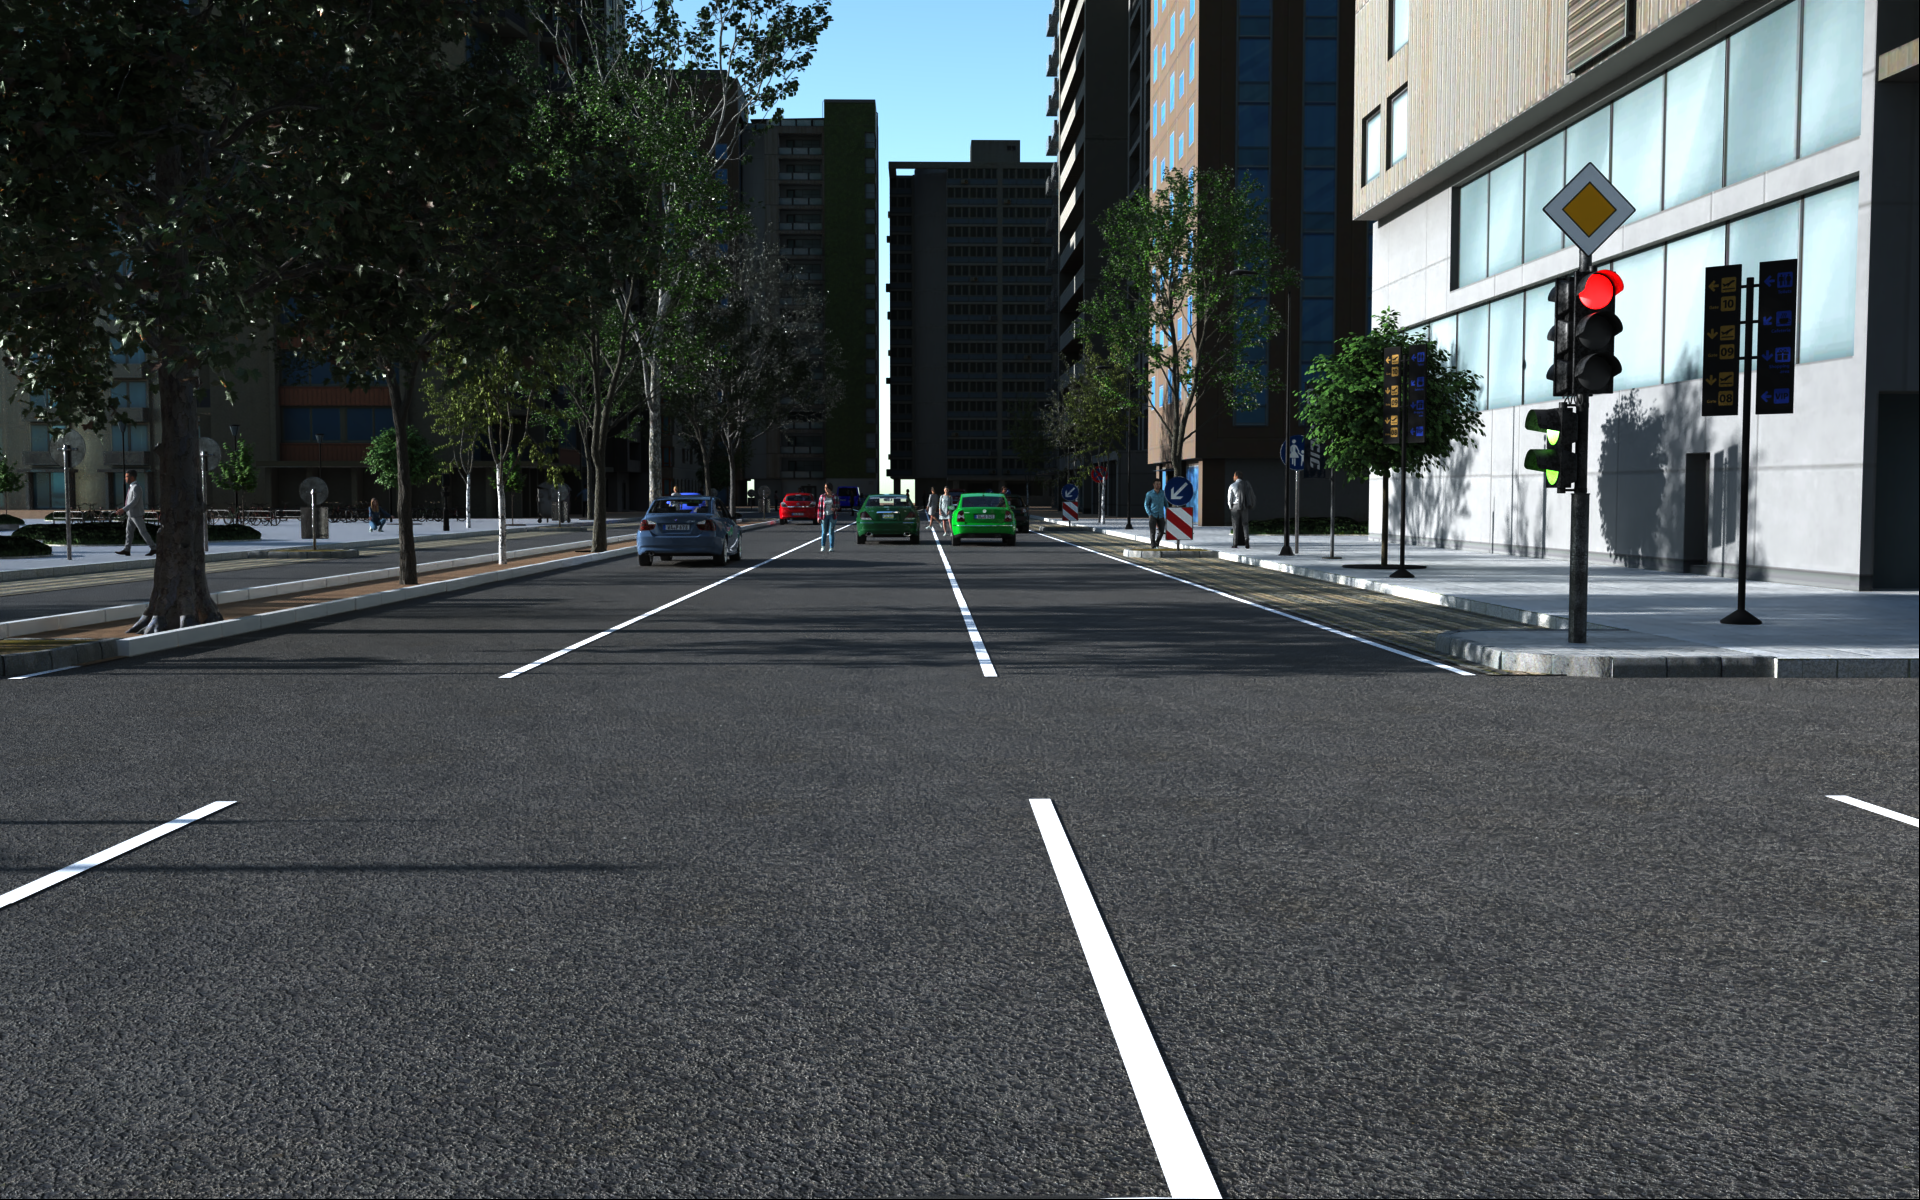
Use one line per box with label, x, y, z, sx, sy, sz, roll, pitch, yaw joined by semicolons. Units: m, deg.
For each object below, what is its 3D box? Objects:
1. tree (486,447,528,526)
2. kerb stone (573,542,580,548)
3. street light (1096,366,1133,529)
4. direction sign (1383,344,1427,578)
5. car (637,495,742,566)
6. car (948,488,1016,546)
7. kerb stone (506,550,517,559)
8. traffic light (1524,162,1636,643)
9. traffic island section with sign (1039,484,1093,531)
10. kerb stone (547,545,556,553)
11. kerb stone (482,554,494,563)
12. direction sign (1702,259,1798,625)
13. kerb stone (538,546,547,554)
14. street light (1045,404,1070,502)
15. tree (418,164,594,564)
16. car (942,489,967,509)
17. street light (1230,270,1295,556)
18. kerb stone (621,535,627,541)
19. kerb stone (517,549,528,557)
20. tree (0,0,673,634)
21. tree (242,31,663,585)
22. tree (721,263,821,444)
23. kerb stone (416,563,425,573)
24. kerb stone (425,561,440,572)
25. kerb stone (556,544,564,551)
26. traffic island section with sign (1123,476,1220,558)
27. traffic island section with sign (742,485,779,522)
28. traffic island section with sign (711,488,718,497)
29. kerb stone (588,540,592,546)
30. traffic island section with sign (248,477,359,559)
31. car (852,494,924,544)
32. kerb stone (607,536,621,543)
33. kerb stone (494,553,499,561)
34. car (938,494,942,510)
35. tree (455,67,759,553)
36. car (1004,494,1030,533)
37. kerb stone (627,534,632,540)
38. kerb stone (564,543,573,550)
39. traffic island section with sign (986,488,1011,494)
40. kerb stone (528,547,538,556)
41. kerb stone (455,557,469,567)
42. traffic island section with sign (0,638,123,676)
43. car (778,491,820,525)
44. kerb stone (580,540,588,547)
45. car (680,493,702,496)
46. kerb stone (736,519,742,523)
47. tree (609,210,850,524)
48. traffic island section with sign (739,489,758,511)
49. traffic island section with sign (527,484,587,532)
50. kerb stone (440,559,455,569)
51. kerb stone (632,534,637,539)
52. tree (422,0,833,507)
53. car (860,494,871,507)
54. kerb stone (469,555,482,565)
tree;-18.162;-4.644;70.533;1.663;3.219;1.824;0;3;0
kerb stone;-10.179;-1.417;45.409;0.120;0.150;1.000;0;4;-1
street light;5.613;-5.526;62.884;1.470;5.913;1.316;0;4;-1
direction sign;6.803;-2.113;26.549;0.379;3.537;0.876;-2;4;-30
car;-5.563;-1.457;35.830;2.014;1.417;4.499;0;4;-1
car;0.636;-2.482;49.380;1.959;1.807;4.718;0;4;-1
kerb stone;-10.015;-0.980;38.237;0.120;0.150;1.000;0;4;-1
traffic light;5.314;-1.586;14.847;0.839;4.253;0.868;0;4;-1
traffic island section with sign;4.116;-3.601;67.504;1.989;1.847;2.006;0;4;-1
kerb stone;-10.102;-1.229;42.327;0.120;0.150;1.000;0;4;-1
kerb stone;-9.960;-0.855;36.172;0.120;0.150;1.000;0;4;-1
direction sign;7.748;-1.534;17.075;0.379;3.537;0.876;-3;5;-43
kerb stone;-10.082;-1.169;41.305;0.120;0.150;1.000;0;4;-1
street light;5.096;-7.172;89.796;1.470;5.913;1.316;0;4;-1
tree;-9.235;-5.006;34.669;4.737;8.622;4.395;0;3;0
car;-0.280;-7.579;132.591;2.281;1.827;5.304;0;4;-1
street light;6.282;-3.882;36.006;1.470;5.913;1.316;0;4;-1
kerb stone;-10.339;-1.857;52.581;0.120;0.150;1.000;0;4;-1
kerb stone;-10.028;-1.044;39.259;0.120;0.150;1.000;0;4;-1
tree;-8.092;-6.012;17.764;9.611;12.733;9.660;0;3;0
tree;-8.689;-5.535;27.361;8.767;10.594;7.601;0;4;-1
tree;-9.326;-7.820;64.728;8.767;10.594;7.601;0;4;-1
kerb stone;-9.834;-0.541;31.034;0.120;0.150;1.000;0;4;-1
kerb stone;-9.865;-0.602;32.059;0.120;0.150;1.000;0;4;-1
kerb stone;-10.127;-1.288;43.350;0.120;0.150;1.000;0;4;-1
traffic island section with sign;4.778;-1.891;39.554;1.989;1.847;2.006;0;4;-1
traffic island section with sign;-10.163;-4.971;89.416;2.006;1.907;1.989;0;4;-1
traffic island section with sign;-16.575;-6.582;116.237;1.989;1.847;2.006;0;4;-1
kerb stone;-10.227;-1.545;47.453;0.120;0.150;1.000;0;4;-1
traffic island section with sign;-14.732;-1.864;39.103;1.989;1.847;2.006;0;4;-1
car;-2.118;-2.402;51.069;2.131;1.459;4.920;0;4;-2
kerb stone;-10.325;-1.796;51.558;0.120;0.150;1.000;0;4;-1
kerb stone;-9.977;-0.918;37.203;0.120;0.150;1.000;0;4;-1
car;-1.291;-8.868;155.216;2.015;1.641;3.980;0;4;0
tree;-8.732;-6.960;42.009;9.928;11.665;9.643;0;3;0
car;1.639;-3.367;64.831;2.009;1.686;4.222;0;4;-2
kerb stone;-10.372;-1.921;53.602;0.120;0.150;1.000;0;4;-1
kerb stone;-10.153;-1.356;44.371;0.120;0.150;1.000;0;4;-1
traffic island section with sign;2.946;-6.609;116.688;1.989;1.847;2.006;0;4;-1
kerb stone;-10.057;-1.106;40.283;0.120;0.150;1.000;0;4;-1
kerb stone;-9.906;-0.729;34.110;0.120;0.150;1.000;0;4;-1
traffic island section with sign;-8.376;-0.377;14.299;2.006;1.907;1.989;0;4;-1
car;-7.560;-4.453;81.848;2.155;1.783;4.494;0;4;-3
kerb stone;-10.195;-1.482;46.431;0.120;0.150;1.000;0;4;-1
car;-13.124;-4.525;83.569;1.945;1.707;3.694;0;4;-2
kerb stone;-11.197;-4.049;88.421;0.120;0.150;1.000;0;4;-1
tree;-9.810;-9.890;74.521;12.009;13.543;11.850;0;3;0
traffic island section with sign;-17.207;-8.230;143.185;1.989;1.847;2.006;0;4;-1
traffic island section with sign;-15.390;-3.531;66.364;1.989;1.847;2.006;0;4;-1
kerb stone;-9.891;-0.666;33.081;0.120;0.150;1.000;0;4;-1
kerb stone;-10.392;-1.983;54.624;0.120;0.150;1.000;0;4;-1
tree;-10.593;-11.937;53.520;12.611;20.169;13.585;0;3;0
car;-8.447;-8.850;156.694;2.014;1.417;4.499;0;4;-2
kerb stone;-9.937;-0.786;35.147;0.120;0.150;1.000;0;4;-1
